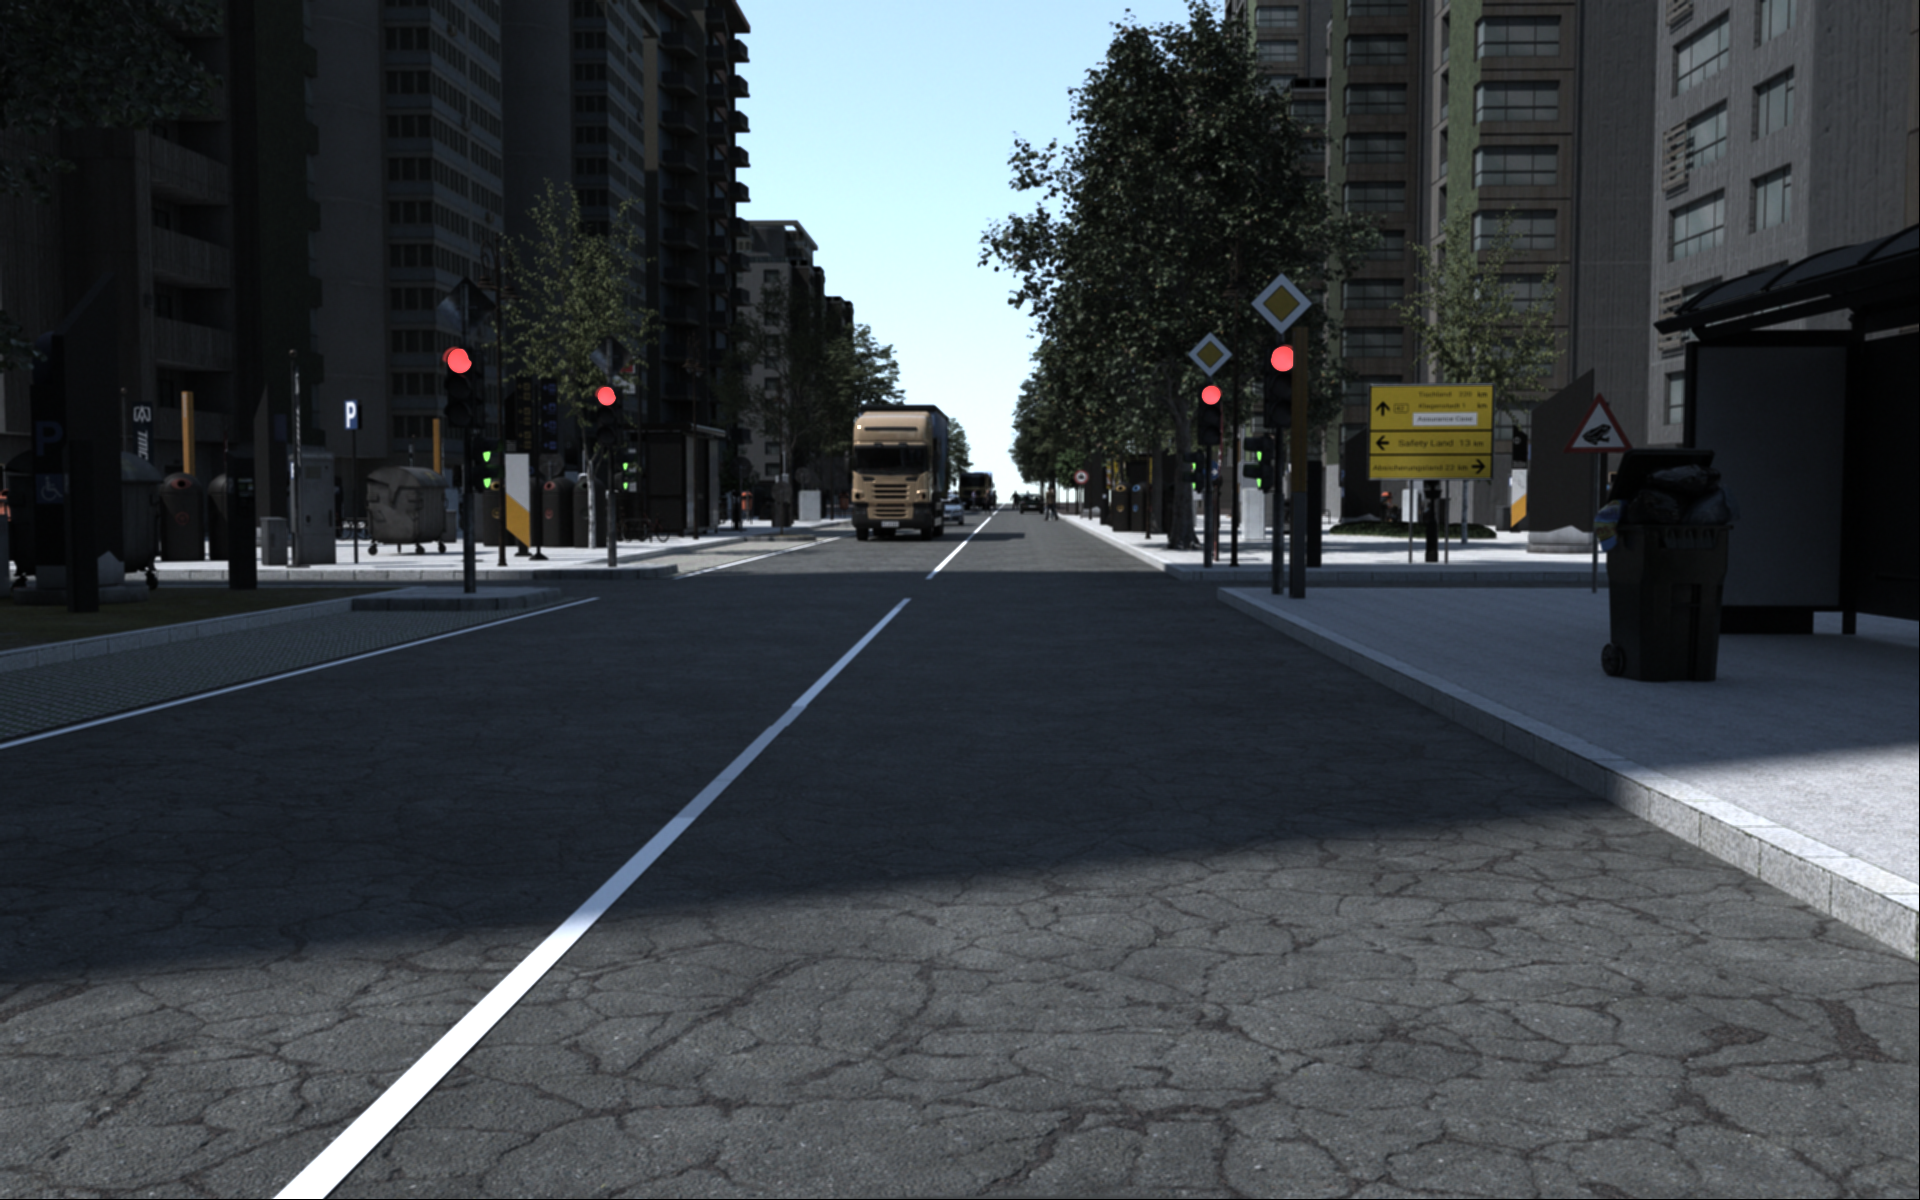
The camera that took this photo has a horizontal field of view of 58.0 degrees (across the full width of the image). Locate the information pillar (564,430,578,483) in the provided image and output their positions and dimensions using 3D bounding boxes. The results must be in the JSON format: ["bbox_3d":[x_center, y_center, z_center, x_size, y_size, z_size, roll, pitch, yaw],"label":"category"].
[{"bbox_3d":[-14.172,-4.388,63.092,0.504,3.616,0.183,-1,4,-22],"label":"information pillar"}]

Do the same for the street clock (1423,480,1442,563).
[{"bbox_3d":[8.872,-1.710,32.521,0.471,2.002,0.358,2,4,35],"label":"street clock"}]

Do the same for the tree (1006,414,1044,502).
[{"bbox_3d":[11.309,-20.020,237.689,12.009,13.543,11.850,0,3,0],"label":"tree"}]

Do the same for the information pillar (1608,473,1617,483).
[{"bbox_3d":[22.359,-3.352,59.304,0.304,2.012,0.304,1,4,16],"label":"information pillar"}]

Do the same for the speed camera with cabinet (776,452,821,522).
[{"bbox_3d":[-7.570,-5.304,81.054,2.038,3.252,0.660,-1,4,-17],"label":"speed camera with cabinet"}]

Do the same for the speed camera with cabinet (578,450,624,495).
[{"bbox_3d":[-16.244,-5.130,78.216,2.038,3.252,0.660,1,4,13],"label":"speed camera with cabinet"}]

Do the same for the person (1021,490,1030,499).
[{"bbox_3d":[7.120,-10.614,182.117,1.350,1.814,0.705,-1,4,-9],"label":"person"}]

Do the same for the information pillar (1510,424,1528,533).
[{"bbox_3d":[18.577,-4.050,57.567,0.504,3.616,0.183,1,4,16],"label":"information pillar"}]

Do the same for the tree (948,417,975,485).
[{"bbox_3d":[-1.436,-20.575,254.533,7.486,12.596,7.792,0,3,0],"label":"tree"}]

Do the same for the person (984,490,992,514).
[{"bbox_3d":[2.034,-7.087,124.907,0.617,1.759,0.750,0,4,-5],"label":"person"}]

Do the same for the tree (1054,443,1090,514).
[{"bbox_3d":[7.553,-7.806,111.349,4.285,4.588,4.351,0,3,0],"label":"tree"}]

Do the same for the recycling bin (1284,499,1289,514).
[{"bbox_3d":[14.861,-4.178,80.864,0.722,1.027,0.722,-3,5,-44],"label":"recycling bin"}]

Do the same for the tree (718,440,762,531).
[{"bbox_3d":[-8.047,-4.039,60.634,1.663,3.219,1.824,0,3,0],"label":"tree"}]

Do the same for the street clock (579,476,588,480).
[{"bbox_3d":[-14.928,-3.946,69.079,0.358,2.002,0.471,3,5,41],"label":"street clock"}]

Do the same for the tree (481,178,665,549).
[{"bbox_3d":[-8.722,-5.498,40.248,4.737,8.622,4.395,0,3,0],"label":"tree"}]

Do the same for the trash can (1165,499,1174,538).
[{"bbox_3d":[6.024,-2.208,47.749,0.748,1.137,0.748,0,3,0],"label":"trash can"}]

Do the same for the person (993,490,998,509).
[{"bbox_3d":[3.416,-9.790,168.571,0.705,1.824,1.348,-1,4,-19],"label":"person"}]

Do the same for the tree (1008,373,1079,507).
[{"bbox_3d":[9.306,-16.286,172.925,9.857,13.997,8.962,0,3,0],"label":"tree"}]

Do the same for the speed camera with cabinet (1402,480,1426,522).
[{"bbox_3d":[16.706,-4.238,63.631,0.660,3.252,2.038,1,4,23],"label":"speed camera with cabinet"}]

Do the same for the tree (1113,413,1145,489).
[{"bbox_3d":[7.551,-8.053,82.032,4.737,8.622,4.395,0,3,0],"label":"tree"}]

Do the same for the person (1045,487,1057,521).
[{"bbox_3d":[4.931,-5.222,93.785,0.836,1.842,0.656,2,4,31],"label":"person"}]

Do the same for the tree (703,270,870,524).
[{"bbox_3d":[-7.436,-8.498,73.359,8.767,10.594,7.601,2,4,33],"label":"tree"}]

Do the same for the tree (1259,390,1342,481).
[{"bbox_3d":[17.002,-8.372,87.245,4.360,8.622,3.978,0,3,0],"label":"tree"}]

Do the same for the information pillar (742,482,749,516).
[{"bbox_3d":[-12.165,-5.729,98.155,0.304,2.012,0.304,3,4,37],"label":"information pillar"}]

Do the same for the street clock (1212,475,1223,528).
[{"bbox_3d":[9.761,-3.744,65.782,0.358,2.002,0.471,2,4,34],"label":"street clock"}]

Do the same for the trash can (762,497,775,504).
[{"bbox_3d":[-9.926,-4.787,89.920,0.748,1.137,0.748,0,3,0],"label":"trash can"}]

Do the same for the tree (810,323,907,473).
[{"bbox_3d":[-6.974,-12.055,115.223,7.486,12.596,7.792,0,3,0],"label":"tree"}]

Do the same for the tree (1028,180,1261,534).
[{"bbox_3d":[6.013,-8.396,55.396,7.486,12.596,7.792,0,3,0],"label":"tree"}]

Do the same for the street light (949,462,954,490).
[{"bbox_3d":[-1.379,-16.687,245.622,0.468,5.910,1.993,0,4,2],"label":"street light"}]

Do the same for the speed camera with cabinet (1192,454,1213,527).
[{"bbox_3d":[9.004,-4.462,67.293,0.660,3.252,2.038,-2,4,-28],"label":"speed camera with cabinet"}]

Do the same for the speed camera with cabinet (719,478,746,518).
[{"bbox_3d":[-12.478,-5.983,92.163,2.038,3.252,0.660,-1,4,-19],"label":"speed camera with cabinet"}]

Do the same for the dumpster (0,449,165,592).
[{"bbox_3d":[-11.366,-1.024,22.496,1.264,1.857,1.865,0,4,2],"label":"dumpster"}]

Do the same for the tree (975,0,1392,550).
[{"bbox_3d":[5.186,-7.532,40.163,9.611,12.733,9.660,0,3,0],"label":"tree"}]

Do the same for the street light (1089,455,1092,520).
[{"bbox_3d":[6.526,-6.954,86.489,0.468,5.910,1.993,0,4,2],"label":"street light"}]

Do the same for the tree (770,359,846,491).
[{"bbox_3d":[-7.645,-8.546,90.086,4.360,8.622,3.978,0,3,0],"label":"tree"}]

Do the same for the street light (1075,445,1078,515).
[{"bbox_3d":[7.054,-8.075,104.817,0.468,5.910,1.993,0,4,2],"label":"street light"}]

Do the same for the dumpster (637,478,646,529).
[{"bbox_3d":[-10.968,-3.445,62.092,1.264,1.857,1.865,0,4,2],"label":"dumpster"}]

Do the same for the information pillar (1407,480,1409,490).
[{"bbox_3d":[22.336,-4.973,85.798,0.304,2.012,0.304,-3,5,-43],"label":"information pillar"}]

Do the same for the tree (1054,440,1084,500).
[{"bbox_3d":[9.123,-11.066,131.290,4.360,8.622,3.978,0,3,0],"label":"tree"}]

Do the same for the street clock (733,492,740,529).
[{"bbox_3d":[-8.058,-3.538,62.411,0.358,2.002,0.471,-1,4,-8],"label":"street clock"}]

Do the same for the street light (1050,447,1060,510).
[{"bbox_3d":[8.898,-11.584,162.183,0.468,5.910,1.993,0,4,2],"label":"street light"}]

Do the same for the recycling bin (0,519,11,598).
[{"bbox_3d":[-12.184,-0.530,21.224,0.722,1.027,0.722,0,4,-1],"label":"recycling bin"}]

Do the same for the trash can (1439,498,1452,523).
[{"bbox_3d":[16.298,-2.884,58.815,0.748,1.137,0.748,0,3,0],"label":"trash can"}]

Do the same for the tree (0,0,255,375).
[{"bbox_3d":[-9.573,-6.436,11.887,9.857,13.997,8.962,0,3,0],"label":"tree"}]

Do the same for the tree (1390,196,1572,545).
[{"bbox_3d":[13.059,-5.711,43.735,4.737,8.622,4.395,0,3,0],"label":"tree"}]

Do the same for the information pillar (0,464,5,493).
[{"bbox_3d":[-23.560,-2.314,42.330,0.304,2.012,0.304,2,4,24],"label":"information pillar"}]

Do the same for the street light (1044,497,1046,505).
[{"bbox_3d":[10.331,-14.402,208.264,0.468,5.910,1.993,0,4,2],"label":"street light"}]

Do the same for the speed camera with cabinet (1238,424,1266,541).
[{"bbox_3d":[8.179,-3.311,48.474,0.660,3.252,2.038,0,4,4],"label":"speed camera with cabinet"}]

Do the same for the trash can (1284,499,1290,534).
[{"bbox_3d":[10.336,-2.663,55.191,0.748,1.137,0.748,0,3,0],"label":"trash can"}]

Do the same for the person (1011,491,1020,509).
[{"bbox_3d":[5.232,-9.430,163.235,0.990,1.755,0.434,1,4,18],"label":"person"}]

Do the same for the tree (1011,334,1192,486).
[{"bbox_3d":[6.833,-8.571,74.541,7.601,10.594,8.767,2,4,23],"label":"tree"}]

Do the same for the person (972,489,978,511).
[{"bbox_3d":[1.310,-8.242,143.127,0.599,1.838,0.709,2,4,31],"label":"person"}]

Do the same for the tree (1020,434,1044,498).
[{"bbox_3d":[12.005,-19.956,252.040,9.928,11.665,9.643,0,3,0],"label":"tree"}]

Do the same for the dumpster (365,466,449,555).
[{"bbox_3d":[-11.780,-1.904,36.886,1.264,1.857,1.865,0,4,2],"label":"dumpster"}]

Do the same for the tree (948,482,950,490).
[{"bbox_3d":[-2.106,-14.884,237.949,1.663,3.219,1.824,0,3,0],"label":"tree"}]

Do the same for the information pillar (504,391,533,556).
[{"bbox_3d":[-9.083,-2.706,35.600,0.504,3.616,0.183,0,4,-4],"label":"information pillar"}]

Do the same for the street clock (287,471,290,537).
[{"bbox_3d":[-20.224,-2.892,51.847,0.471,2.002,0.358,-2,4,-24],"label":"street clock"}]

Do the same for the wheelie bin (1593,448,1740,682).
[{"bbox_3d":[4.931,-0.251,12.016,0.980,1.594,0.693,0,4,-6],"label":"wheelie bin"}]

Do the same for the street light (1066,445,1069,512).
[{"bbox_3d":[7.763,-9.309,124.982,0.468,5.910,1.993,0,4,2],"label":"street light"}]

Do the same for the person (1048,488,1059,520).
[{"bbox_3d":[5.155,-5.275,95.340,0.643,1.750,0.593,0,4,-2],"label":"person"}]
